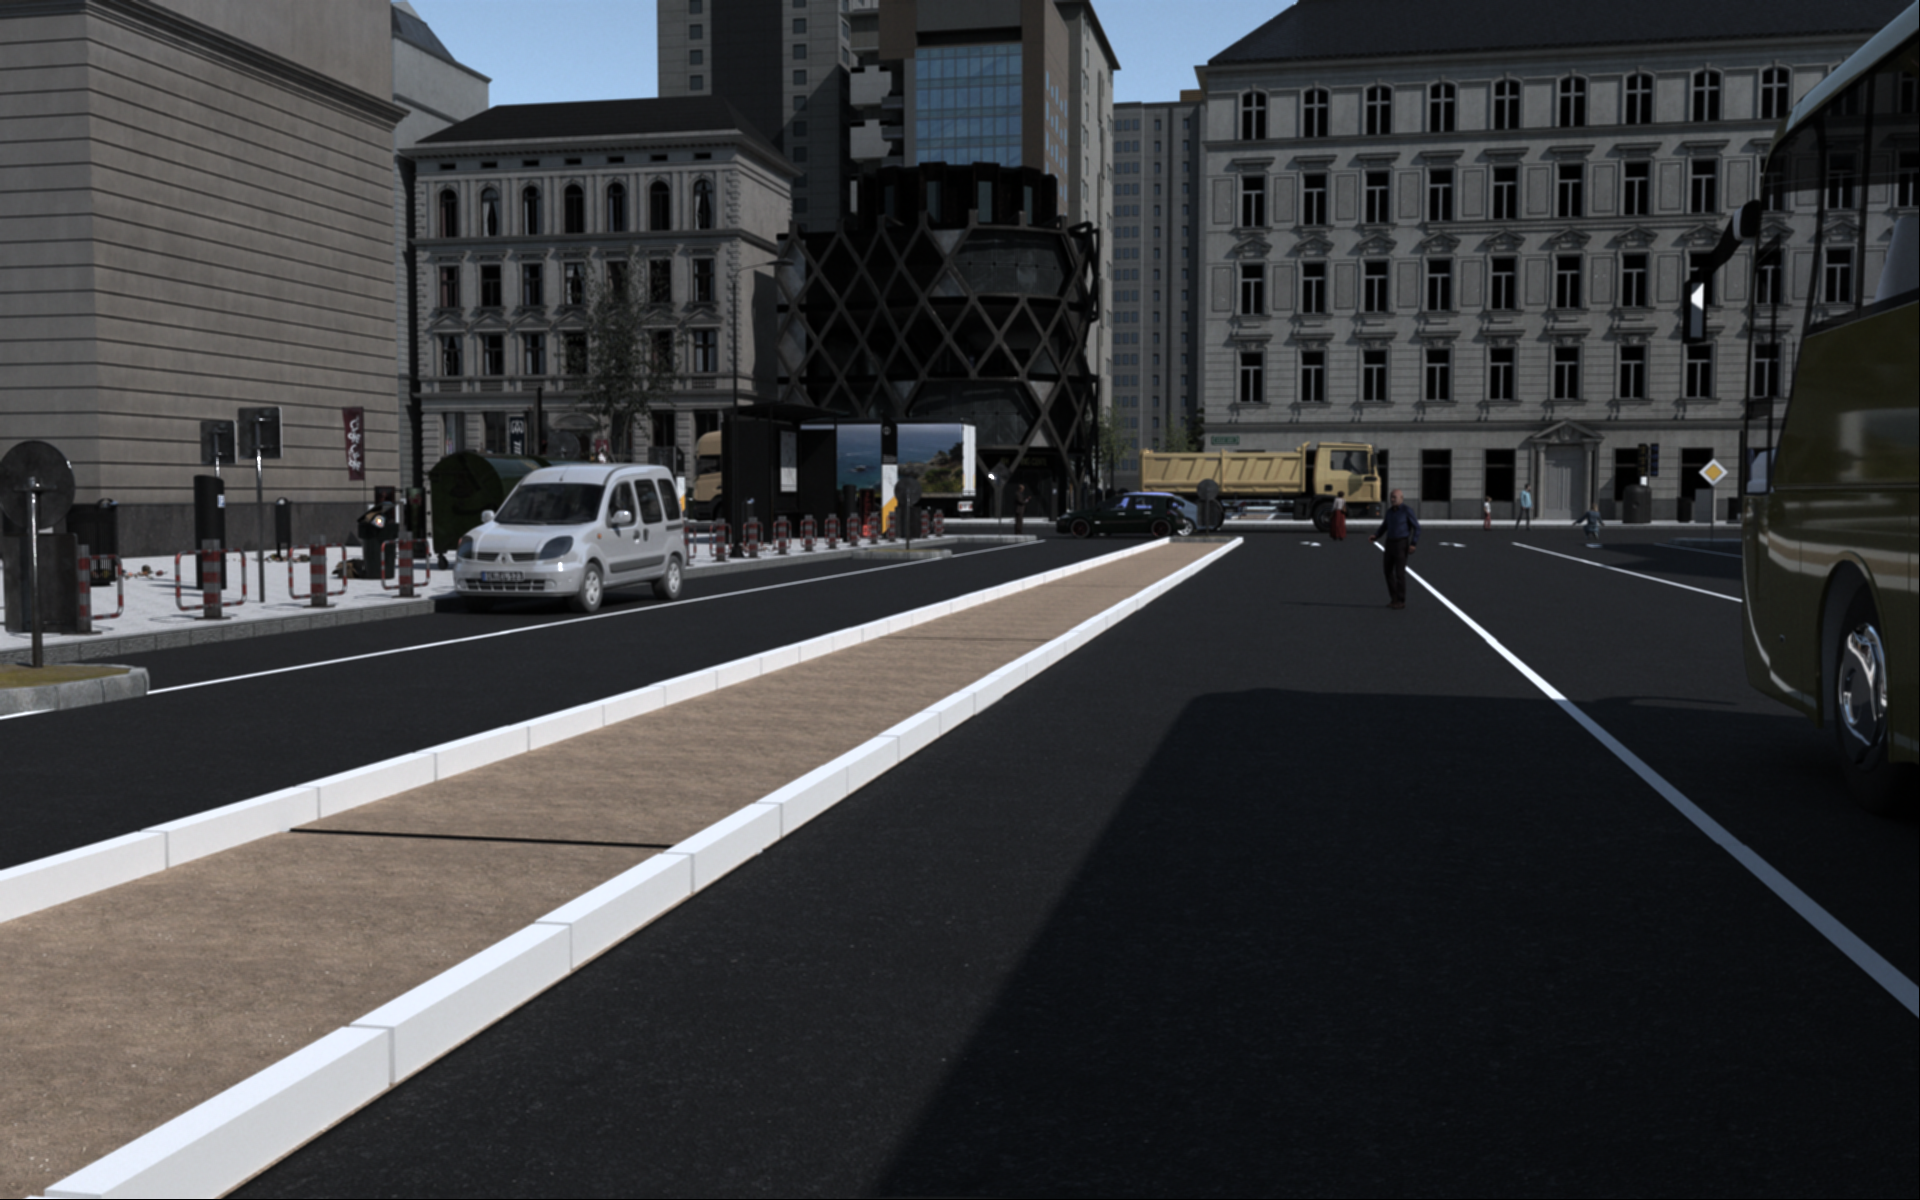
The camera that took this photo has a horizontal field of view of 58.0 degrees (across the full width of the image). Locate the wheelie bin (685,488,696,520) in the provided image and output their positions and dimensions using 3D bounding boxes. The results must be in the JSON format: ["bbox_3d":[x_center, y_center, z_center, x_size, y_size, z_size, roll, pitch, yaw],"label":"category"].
[{"bbox_3d":[-13.259,-4.785,86.144,0.980,1.594,0.693,0,4,-7],"label":"wheelie bin"}]

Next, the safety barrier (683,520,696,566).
[{"bbox_3d":[-4.907,-1.012,30.819,0.300,0.817,1.120,1,4,12],"label":"safety barrier"}]

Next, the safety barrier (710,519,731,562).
[{"bbox_3d":[-4.520,-1.127,32.700,0.300,0.817,1.120,1,4,12],"label":"safety barrier"}]

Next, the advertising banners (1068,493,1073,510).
[{"bbox_3d":[8.566,-8.970,142.850,2.074,3.025,0.090,-3,5,-42],"label":"advertising banners"}]

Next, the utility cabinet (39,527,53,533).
[{"bbox_3d":[-17.115,-1.273,31.980,1.020,1.237,0.306,3,5,40],"label":"utility cabinet"}]

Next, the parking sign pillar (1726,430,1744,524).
[{"bbox_3d":[33.465,-5.217,73.762,1.447,3.967,1.447,2,4,32],"label":"parking sign pillar"}]

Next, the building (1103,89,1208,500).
[{"bbox_3d":[26.013,-43.739,257.129,28.212,58.520,21.231,1,4,12],"label":"building"}]

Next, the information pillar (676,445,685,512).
[{"bbox_3d":[-13.468,-5.628,83.375,0.183,3.616,0.504,3,5,40],"label":"information pillar"}]

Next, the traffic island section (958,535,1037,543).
[{"bbox_3d":[1.191,-1.854,52.594,2.009,0.180,2.903,1,4,12],"label":"traffic island section"}]

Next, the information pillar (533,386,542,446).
[{"bbox_3d":[-9.221,-2.846,37.891,0.183,3.616,0.504,-2,4,-26],"label":"information pillar"}]

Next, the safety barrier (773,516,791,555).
[{"bbox_3d":[-3.740,-1.357,36.461,0.300,0.817,1.120,1,4,12],"label":"safety barrier"}]

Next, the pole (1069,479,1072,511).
[{"bbox_3d":[8.481,-8.489,132.633,0.158,3.312,0.155,0,3,0],"label":"pole"}]

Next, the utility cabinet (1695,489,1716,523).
[{"bbox_3d":[32.724,-4.117,75.997,0.318,1.500,1.173,0,4,-7],"label":"utility cabinet"}]

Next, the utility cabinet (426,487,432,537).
[{"bbox_3d":[-15.392,-2.604,51.253,0.318,1.500,1.173,1,4,8],"label":"utility cabinet"}]

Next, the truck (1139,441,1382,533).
[{"bbox_3d":[11.768,-4.254,65.478,9.791,3.379,3.469,1,4,11],"label":"truck"}]

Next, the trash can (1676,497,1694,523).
[{"bbox_3d":[32.678,-4.066,78.133,0.748,1.137,0.748,0,3,0],"label":"trash can"}]

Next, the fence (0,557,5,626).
[{"bbox_3d":[-10.028,-0.054,16.255,0.278,0.683,2.069,3,5,43],"label":"fence"}]

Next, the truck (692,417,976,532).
[{"bbox_3d":[-5.121,-4.695,65.678,11.283,4.237,2.839,1,4,12],"label":"truck"}]

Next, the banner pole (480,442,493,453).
[{"bbox_3d":[-23.011,-5.757,84.148,0.863,3.779,0.401,-3,5,-44],"label":"banner pole"}]

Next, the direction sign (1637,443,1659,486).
[{"bbox_3d":[30.853,-5.242,77.710,0.876,3.537,0.379,2,4,35],"label":"direction sign"}]

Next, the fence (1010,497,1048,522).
[{"bbox_3d":[3.335,-4.299,81.494,2.264,1.192,0.480,-3,5,-40],"label":"fence"}]

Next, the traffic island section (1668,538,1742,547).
[{"bbox_3d":[21.062,-1.603,48.492,2.009,0.180,2.903,1,4,12],"label":"traffic island section"}]

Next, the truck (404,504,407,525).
[{"bbox_3d":[-32.633,-5.566,80.764,18.799,4.110,2.967,1,4,11],"label":"truck"}]

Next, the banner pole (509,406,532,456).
[{"bbox_3d":[-12.417,-3.622,49.239,0.863,3.779,0.401,1,4,11],"label":"banner pole"}]

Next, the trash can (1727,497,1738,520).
[{"bbox_3d":[34.413,-3.987,76.844,0.748,1.137,0.748,0,3,0],"label":"trash can"}]

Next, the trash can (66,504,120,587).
[{"bbox_3d":[-12.085,-0.761,24.090,0.748,1.137,0.748,0,3,0],"label":"trash can"}]

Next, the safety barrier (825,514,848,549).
[{"bbox_3d":[-2.963,-1.587,40.221,0.300,0.817,1.120,1,4,12],"label":"safety barrier"}]

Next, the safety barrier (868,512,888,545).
[{"bbox_3d":[-2.185,-1.817,43.977,0.300,0.817,1.120,1,4,12],"label":"safety barrier"}]

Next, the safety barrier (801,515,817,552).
[{"bbox_3d":[-3.350,-1.472,38.344,0.300,0.817,1.120,1,4,12],"label":"safety barrier"}]

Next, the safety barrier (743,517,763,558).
[{"bbox_3d":[-4.132,-1.242,34.585,0.300,0.817,1.120,1,4,12],"label":"safety barrier"}]

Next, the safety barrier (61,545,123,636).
[{"bbox_3d":[-8.020,-0.092,15.788,0.300,0.817,1.120,1,4,12],"label":"safety barrier"}]

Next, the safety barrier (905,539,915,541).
[{"bbox_3d":[-1.406,-2.047,47.739,0.300,0.817,1.120,1,4,12],"label":"safety barrier"}]

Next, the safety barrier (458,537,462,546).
[{"bbox_3d":[-6.466,-0.552,23.298,0.300,0.817,1.120,1,4,12],"label":"safety barrier"}]

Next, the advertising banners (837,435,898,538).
[{"bbox_3d":[-2.739,-3.320,50.473,2.074,3.025,0.090,-2,4,-29],"label":"advertising banners"}]

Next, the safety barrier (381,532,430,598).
[{"bbox_3d":[-6.853,-0.437,21.420,0.300,0.817,1.120,1,4,12],"label":"safety barrier"}]

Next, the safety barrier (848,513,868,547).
[{"bbox_3d":[-2.575,-1.702,42.100,0.300,0.817,1.120,1,4,12],"label":"safety barrier"}]

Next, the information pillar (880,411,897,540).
[{"bbox_3d":[-2.003,-3.509,48.735,0.504,3.616,0.183,-2,4,-28],"label":"information pillar"}]

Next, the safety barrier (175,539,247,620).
[{"bbox_3d":[-7.630,-0.207,17.664,0.300,0.817,1.120,1,4,12],"label":"safety barrier"}]

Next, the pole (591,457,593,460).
[{"bbox_3d":[-18.189,-5.622,85.769,0.158,3.312,0.155,0,3,0],"label":"pole"}]

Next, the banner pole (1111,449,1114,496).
[{"bbox_3d":[8.457,-6.507,96.408,0.401,3.779,0.863,1,4,14],"label":"banner pole"}]

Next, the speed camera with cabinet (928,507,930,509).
[{"bbox_3d":[-1.848,-5.545,84.997,0.660,3.252,2.038,0,4,-6],"label":"speed camera with cabinet"}]

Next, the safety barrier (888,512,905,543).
[{"bbox_3d":[-1.793,-1.932,45.861,0.300,0.817,1.120,1,4,12],"label":"safety barrier"}]

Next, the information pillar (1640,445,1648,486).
[{"bbox_3d":[32.569,-5.575,82.504,0.504,3.616,0.183,-3,4,-36],"label":"information pillar"}]

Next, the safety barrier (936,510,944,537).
[{"bbox_3d":[-0.626,-2.277,51.507,0.300,0.817,1.120,1,4,12],"label":"safety barrier"}]

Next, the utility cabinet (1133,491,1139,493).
[{"bbox_3d":[13.812,-7.725,134.977,0.318,1.500,1.173,-1,4,-12],"label":"utility cabinet"}]

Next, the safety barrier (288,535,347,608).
[{"bbox_3d":[-7.240,-0.322,19.543,0.300,0.817,1.120,1,4,12],"label":"safety barrier"}]

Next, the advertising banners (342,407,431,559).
[{"bbox_3d":[-11.433,-2.342,34.481,2.074,3.025,0.090,1,4,21],"label":"advertising banners"}]

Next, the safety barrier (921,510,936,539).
[{"bbox_3d":[-1.014,-2.162,49.623,0.300,0.817,1.120,1,4,12],"label":"safety barrier"}]

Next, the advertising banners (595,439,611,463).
[{"bbox_3d":[-11.985,-3.571,54.578,2.074,3.025,0.090,-2,4,-28],"label":"advertising banners"}]
